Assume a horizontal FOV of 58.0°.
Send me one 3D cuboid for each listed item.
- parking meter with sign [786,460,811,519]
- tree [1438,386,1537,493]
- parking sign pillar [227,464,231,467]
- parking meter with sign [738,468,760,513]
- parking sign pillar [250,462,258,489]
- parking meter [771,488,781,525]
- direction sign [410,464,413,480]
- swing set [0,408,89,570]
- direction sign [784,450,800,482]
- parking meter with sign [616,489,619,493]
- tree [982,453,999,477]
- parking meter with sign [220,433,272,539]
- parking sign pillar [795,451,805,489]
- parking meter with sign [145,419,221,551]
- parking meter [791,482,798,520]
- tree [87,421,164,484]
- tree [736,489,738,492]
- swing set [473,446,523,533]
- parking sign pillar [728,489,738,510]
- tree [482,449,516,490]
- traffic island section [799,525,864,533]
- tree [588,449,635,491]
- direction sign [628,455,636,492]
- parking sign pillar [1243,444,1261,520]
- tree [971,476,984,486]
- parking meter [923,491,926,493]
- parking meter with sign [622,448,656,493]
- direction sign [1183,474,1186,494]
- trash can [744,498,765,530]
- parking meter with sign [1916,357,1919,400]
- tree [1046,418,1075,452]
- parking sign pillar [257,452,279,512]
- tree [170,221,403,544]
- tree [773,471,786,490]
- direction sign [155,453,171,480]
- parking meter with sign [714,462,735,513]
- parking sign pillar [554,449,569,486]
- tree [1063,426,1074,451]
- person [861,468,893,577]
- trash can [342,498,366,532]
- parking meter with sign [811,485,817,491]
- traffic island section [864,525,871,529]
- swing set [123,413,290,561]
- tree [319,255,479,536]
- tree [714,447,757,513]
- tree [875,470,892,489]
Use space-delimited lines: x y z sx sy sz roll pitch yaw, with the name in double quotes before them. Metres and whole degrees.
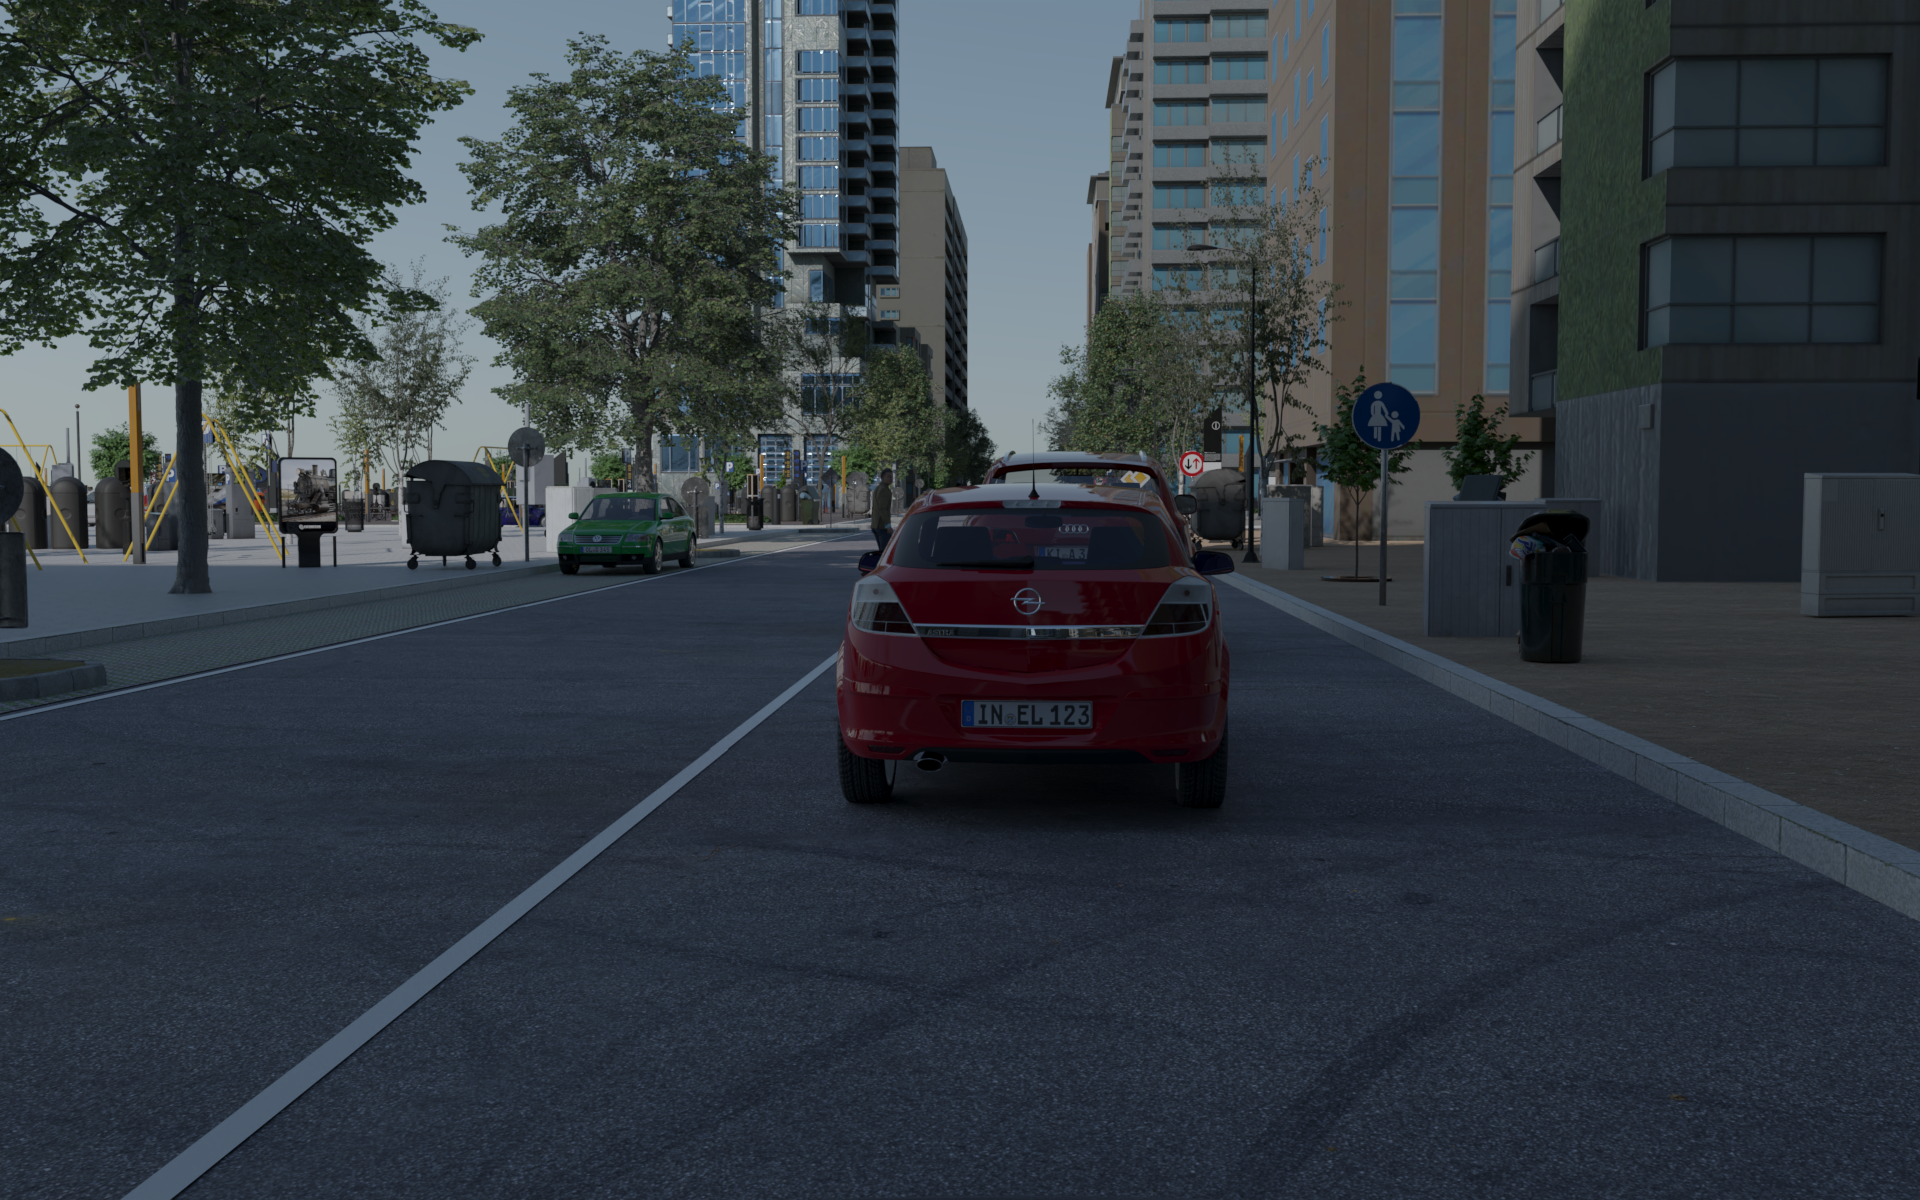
"parking meter with sign" -8.618 -5.708 89.584 0.543 3.016 1.738 -3 5 -43
"tree" 8.989 -2.192 30.442 1.663 3.219 1.824 0 3 0
"parking sign pillar" -60.929 -9.607 145.547 1.447 3.967 1.447 -3 4 -36
"parking meter with sign" -14.223 -7.373 116.815 0.543 3.016 1.738 3 5 44
"parking sign pillar" -55.636 -9.123 137.627 1.447 3.967 1.447 -2 4 -27
"parking meter" -7.639 -3.885 71.928 0.372 1.533 0.369 0 3 0
"direction sign" -36.439 -7.528 115.087 0.379 3.537 0.876 0 4 -7
"swing set" -17.200 -1.999 30.312 2.862 2.851 3.119 -1 4 -13
"direction sign" -8.551 -5.882 88.164 0.876 3.537 0.379 2 4 25
"parking meter with sign" -29.344 -9.285 148.064 0.543 3.016 1.738 1 4 18
"tree" 4.287 -22.615 304.171 8.767 10.594 7.601 0 4 6
"parking meter with sign" -20.583 -3.253 49.444 1.738 3.016 0.543 -3 5 -44
"parking sign pillar" -10.140 -7.380 109.130 1.447 3.967 1.447 -1 4 -19
"parking meter with sign" -17.898 -2.658 39.719 0.543 3.016 1.738 1 4 18
"parking meter" -8.162 -4.874 85.397 0.255 1.863 0.399 -2 4 -25
"tree" -37.309 -5.729 77.390 4.285 4.588 4.351 0 3 0
"tree" -19.322 -9.186 144.785 1.663 3.219 1.824 0 3 0
"swing set" -15.240 -3.689 57.937 2.862 2.851 3.119 1 4 11
"parking sign pillar" -18.949 -9.428 142.615 1.447 3.967 1.447 1 4 11
"tree" -33.391 -8.701 125.968 4.285 4.588 4.351 0 3 0
"traffic island section" -4.842 -2.595 64.701 2.009 0.180 2.903 0 4 3
"tree" -23.566 -8.180 117.449 4.285 4.588 4.351 0 3 0
"direction sign" -18.808 -6.591 99.756 0.876 3.537 0.379 0 4 -3
"parking sign pillar" 14.121 -5.932 85.459 1.447 3.967 1.447 2 4 25
"tree" 2.953 -17.641 272.139 4.285 4.588 4.351 0 3 0
"parking meter" -3.011 -8.542 148.066 0.372 1.533 0.369 0 3 0
"parking meter with sign" -11.879 -4.236 65.517 1.738 3.016 0.543 1 4 20
"direction sign" 18.106 -9.066 140.229 0.379 3.537 0.876 2 4 26
"trash can" -7.254 -3.035 61.268 0.748 1.137 0.748 0 3 0
"parking meter with sign" 12.824 -1.539 21.429 0.543 3.016 1.738 -2 4 -35
"tree" 15.064 -19.126 230.829 7.486 12.596 7.792 0 3 0
"parking sign pillar" -39.723 -6.886 101.057 1.447 3.967 1.447 1 4 13
"tree" -17.370 -5.730 44.047 4.737 8.622 4.395 0 3 0
"tree" -12.849 -8.154 127.926 1.663 3.219 1.824 0 3 0
"direction sign" -44.394 -6.397 96.595 0.876 3.537 0.379 0 4 -1
"parking meter with sign" -12.862 -5.921 93.061 0.543 3.016 1.738 2 4 31
"parking sign pillar" -24.323 -7.112 104.755 1.447 3.967 1.447 1 4 17
"tree" 12.465 -13.853 176.850 4.737 8.622 4.395 0 3 0
"person" -1.227 -1.149 27.194 0.656 1.842 0.836 3 5 40
"trash can" -20.338 -2.844 58.152 0.748 1.137 0.748 0 3 0
"parking meter with sign" -12.024 -8.854 141.017 0.543 3.016 1.738 3 5 41
"traffic island section" -4.453 -3.082 72.677 2.009 0.180 2.903 0 4 3
"swing set" -15.081 -2.273 34.788 2.862 2.851 3.119 -1 4 -19
"tree" -17.344 -6.284 53.112 4.360 8.622 3.978 0 3 0
"tree" -15.538 -8.347 120.192 4.285 4.588 4.351 0 3 0
"tree" -6.552 -11.564 139.439 4.360 8.622 3.978 0 3 0
